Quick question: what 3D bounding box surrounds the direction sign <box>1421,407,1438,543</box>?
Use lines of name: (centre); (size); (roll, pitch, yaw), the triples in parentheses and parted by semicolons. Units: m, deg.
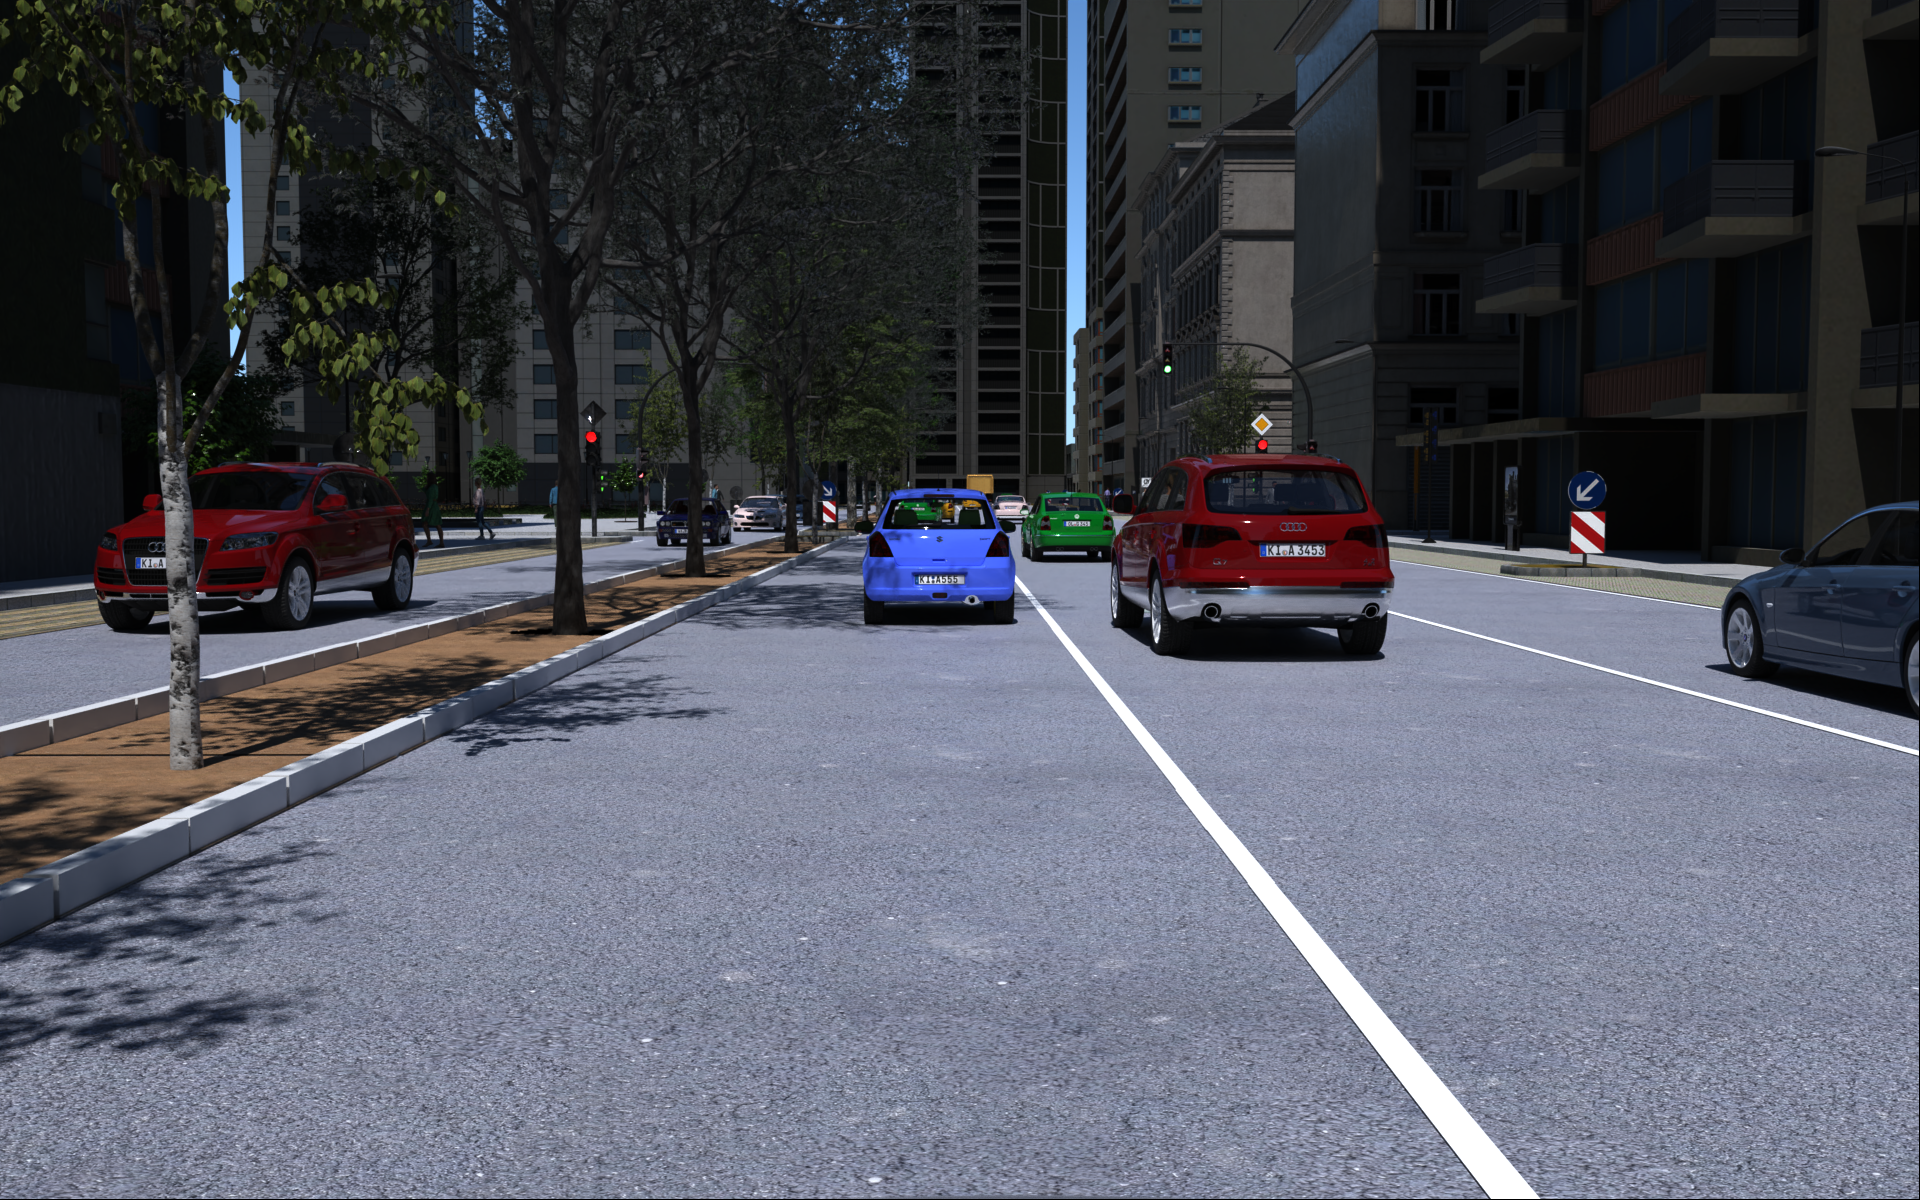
direction sign: (12.318, -3.266, 45.388); (0.379, 3.537, 0.876); (0, 4, -7)

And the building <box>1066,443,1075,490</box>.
building: (29.557, -56.056, 229.184); (31.000, 86.520, 22.319); (0, 4, 0)

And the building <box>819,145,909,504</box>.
building: (-17.346, -37.036, 229.241); (21.600, 48.544, 21.300); (0, 4, 0)

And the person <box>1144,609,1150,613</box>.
person: (2.550, -0.701, 20.715); (0.760, 1.731, 0.466); (1, 4, 19)

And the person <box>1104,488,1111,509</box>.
person: (12.717, -8.702, 148.190); (0.709, 1.838, 0.599); (3, 5, 44)

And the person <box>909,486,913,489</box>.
person: (-2.249, -4.439, 81.178); (0.778, 1.811, 0.616); (2, 4, 31)

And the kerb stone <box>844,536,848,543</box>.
kerb stone: (-3.435, -1.725, 50.393); (0.120, 0.150, 1.000); (0, 4, 0)

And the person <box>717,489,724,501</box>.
person: (-16.293, -6.762, 116.372); (0.755, 1.850, 0.659); (-3, 5, -39)

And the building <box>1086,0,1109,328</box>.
building: (23.301, -46.522, 198.884); (20.563, 71.187, 20.611); (0, 4, 0)

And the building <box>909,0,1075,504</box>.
building: (3.762, -48.320, 228.281); (20.611, 71.187, 20.563); (0, 4, 0)

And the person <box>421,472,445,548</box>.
person: (-12.570, -2.140, 41.280); (0.529, 1.795, 0.600); (-1, 4, -13)

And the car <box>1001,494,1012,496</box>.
car: (5.463, -11.843, 202.436); (1.959, 1.807, 4.718); (0, 4, 1)

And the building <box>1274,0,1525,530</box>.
building: (28.801, -14.379, 68.375); (30.059, 22.955, 16.112); (0, 4, 0)

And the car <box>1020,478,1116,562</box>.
car: (2.339, -1.794, 38.128); (1.959, 1.807, 4.718); (0, 4, -2)

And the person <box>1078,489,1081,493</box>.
person: (11.875, -10.023, 170.644); (0.721, 1.735, 1.217); (0, 4, 4)

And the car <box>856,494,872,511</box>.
car: (-8.596, -8.514, 148.991); (2.009, 1.686, 4.222); (0, 4, -1)

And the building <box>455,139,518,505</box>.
building: (-49.925, -31.734, 202.440); (14.086, 41.232, 14.154); (0, 4, 0)

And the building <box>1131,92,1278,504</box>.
building: (20.228, -20.559, 123.531); (14.401, 28.519, 23.554); (0, 4, 0)

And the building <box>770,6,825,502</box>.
building: (-29.071, -37.066, 195.271); (27.495, 52.752, 28.713); (0, 4, 0)

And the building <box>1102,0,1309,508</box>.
building: (23.888, -32.121, 148.884); (21.300, 48.544, 21.600); (0, 4, 0)

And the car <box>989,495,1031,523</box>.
car: (2.406, -4.362, 83.685); (2.083, 1.381, 4.827); (0, 4, 0)

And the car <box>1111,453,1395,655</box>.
car: (2.706, -0.509, 16.996); (2.281, 1.827, 5.304); (0, 4, -2)

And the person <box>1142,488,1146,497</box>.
person: (12.418, -6.675, 116.189); (0.522, 1.701, 0.512); (3, 5, 44)

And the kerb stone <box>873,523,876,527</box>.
kerb stone: (-3.641, -3.323, 76.533); (0.120, 0.150, 1.000); (0, 4, 0)

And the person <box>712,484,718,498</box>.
person: (-13.404, -5.389, 94.166); (0.620, 1.820, 0.660); (-1, 4, -13)

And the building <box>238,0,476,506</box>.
building: (-67.735, -46.468, 197.998); (20.611, 71.187, 20.563); (0, 4, 0)

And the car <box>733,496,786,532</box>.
car: (-7.729, -3.387, 67.746); (2.083, 1.381, 4.827); (0, 4, 1)

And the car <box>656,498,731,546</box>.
car: (-7.472, -2.212, 48.754); (1.945, 1.354, 3.894); (0, 4, -1)

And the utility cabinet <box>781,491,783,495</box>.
utility cabinet: (-13.291, -7.415, 129.906); (0.318, 1.500, 1.173); (0, 4, -4)

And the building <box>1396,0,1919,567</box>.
building: (23.738, -23.318, 35.867); (22.147, 44.769, 28.867); (0, 4, 0)

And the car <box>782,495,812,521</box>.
car: (-7.763, -4.303, 82.356); (2.014, 1.417, 4.499); (0, 4, -2)

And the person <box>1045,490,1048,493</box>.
person: (8.684, -10.233, 175.673); (0.599, 1.838, 0.709); (1, 4, 9)

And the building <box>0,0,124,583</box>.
building: (-20.865, -15.248, 21.008); (14.160, 30.474, 14.107); (0, 4, 0)

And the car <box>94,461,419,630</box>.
car: (-7.932, -0.690, 19.959); (2.281, 1.827, 5.304); (0, 4, 1)

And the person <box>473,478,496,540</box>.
person: (-13.409, -2.575, 48.823); (0.598, 1.740, 0.731); (-1, 4, -14)

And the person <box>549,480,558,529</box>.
person: (-14.670, -3.473, 63.178); (0.601, 1.785, 0.444); (-1, 4, -14)

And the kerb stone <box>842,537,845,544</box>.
kerb stone: (-3.431, -1.661, 49.371); (0.120, 0.150, 1.000); (0, 4, 0)

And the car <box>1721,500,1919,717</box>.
car: (6.942, -0.003, 12.056); (2.014, 1.417, 4.499); (0, 4, 1)

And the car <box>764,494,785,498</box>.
car: (-11.282, -5.694, 105.093); (2.014, 1.417, 4.499); (0, 4, -2)

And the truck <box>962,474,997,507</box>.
truck: (1.948, -10.629, 169.703); (3.469, 3.379, 9.791); (0, 4, 0)

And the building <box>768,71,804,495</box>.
building: (-22.310, -29.271, 162.182); (14.154, 41.232, 14.086); (0, 4, 0)

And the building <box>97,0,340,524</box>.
building: (-32.608, -23.637, 41.093); (28.867, 44.769, 22.147); (0, 4, 0)

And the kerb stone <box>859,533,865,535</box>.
kerb stone: (-3.530, -2.507, 63.228); (0.120, 0.150, 1.000); (0, 4, 0)

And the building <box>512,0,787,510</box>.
building: (-24.521, -43.161, 143.935); (20.563, 71.187, 20.611); (0, 4, 0)

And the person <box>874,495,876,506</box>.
person: (-9.916, -11.817, 204.890); (0.628, 1.438, 0.799); (-1, 4, -10)

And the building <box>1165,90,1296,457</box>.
building: (18.693, -16.670, 101.437); (11.050, 23.489, 19.941); (0, 4, 0)

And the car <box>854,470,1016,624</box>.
car: (-0.283, -0.661, 20.406); (1.945, 1.707, 3.694); (0, 4, -2)

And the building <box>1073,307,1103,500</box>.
building: (26.300, -20.177, 174.930); (27.650, 21.520, 28.899); (0, 4, 0)
